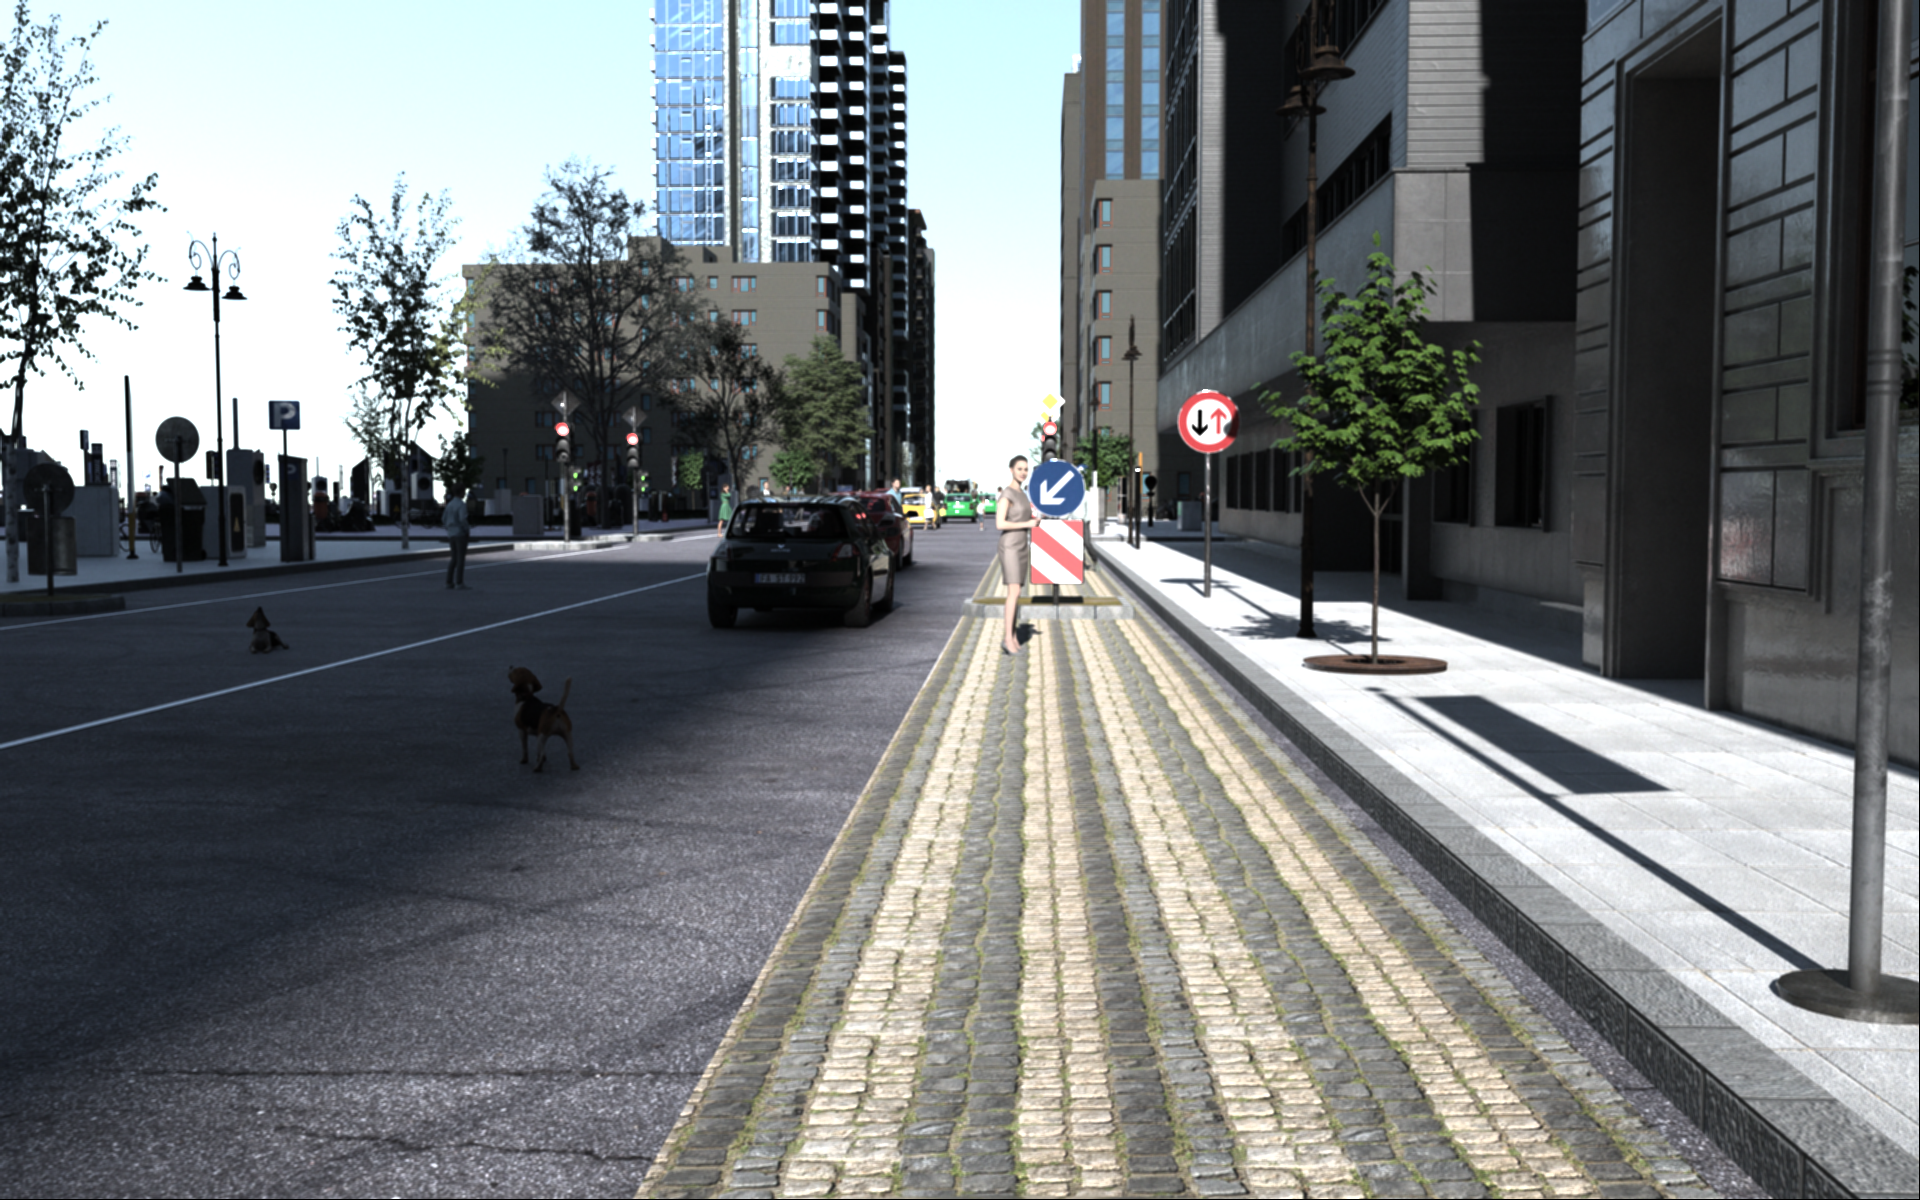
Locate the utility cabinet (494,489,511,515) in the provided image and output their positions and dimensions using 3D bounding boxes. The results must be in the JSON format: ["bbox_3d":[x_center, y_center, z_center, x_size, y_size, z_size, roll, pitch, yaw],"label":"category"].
[{"bbox_3d":[-20.456,-4.207,77.470,0.318,1.500,1.173,1,4,8],"label":"utility cabinet"}]

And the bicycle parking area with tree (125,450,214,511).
[{"bbox_3d":[-50.605,-7.847,115.304,9.016,4.147,8.231,-2,4,-30],"label":"bicycle parking area with tree"}]

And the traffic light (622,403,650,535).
[{"bbox_3d":[-10.051,-3.960,53.664,0.839,4.253,0.868,0,4,2],"label":"traffic light"}]

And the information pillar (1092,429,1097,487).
[{"bbox_3d":[4.849,-4.352,62.506,0.183,3.616,0.504,0,4,-8],"label":"information pillar"}]

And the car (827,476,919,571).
[{"bbox_3d":[-1.912,-1.512,33.755,2.155,1.783,4.494,0,4,2],"label":"car"}]

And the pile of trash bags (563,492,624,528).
[{"bbox_3d":[-14.133,-3.532,67.504,1.912,1.369,3.447,0,4,-5],"label":"pile of trash bags"}]

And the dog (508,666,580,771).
[{"bbox_3d":[-2.203,0.623,9.098,0.540,0.507,0.406,1,4,13],"label":"dog"}]

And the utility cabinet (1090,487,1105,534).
[{"bbox_3d":[4.368,-2.831,54.963,0.318,1.500,1.173,1,4,14],"label":"utility cabinet"}]

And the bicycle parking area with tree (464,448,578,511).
[{"bbox_3d":[-26.299,-7.399,107.978,8.231,4.147,9.016,2,4,35],"label":"bicycle parking area with tree"}]

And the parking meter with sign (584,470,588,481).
[{"bbox_3d":[-25.961,-7.800,123.789,1.738,3.016,0.543,-3,5,-43],"label":"parking meter with sign"}]

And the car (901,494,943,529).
[{"bbox_3d":[-1.725,-3.829,72.822,2.015,1.641,3.980,0,4,2],"label":"car"}]

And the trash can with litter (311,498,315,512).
[{"bbox_3d":[-41.995,-6.210,112.916,0.624,1.170,1.055,-2,4,-23],"label":"trash can with litter"}]

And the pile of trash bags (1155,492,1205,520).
[{"bbox_3d":[11.259,-4.641,85.637,1.912,1.369,3.447,3,5,43],"label":"pile of trash bags"}]

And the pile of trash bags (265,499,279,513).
[{"bbox_3d":[-33.626,-4.421,82.042,1.912,1.369,3.447,1,4,11],"label":"pile of trash bags"}]

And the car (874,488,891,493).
[{"bbox_3d":[-4.892,-6.476,114.560,2.281,1.827,5.304,0,4,4],"label":"car"}]

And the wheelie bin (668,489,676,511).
[{"bbox_3d":[-18.511,-6.298,110.878,0.693,1.594,0.980,-1,4,-11],"label":"wheelie bin"}]

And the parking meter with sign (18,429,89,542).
[{"bbox_3d":[-24.490,-3.088,46.750,1.738,3.016,0.543,-1,4,-11],"label":"parking meter with sign"}]

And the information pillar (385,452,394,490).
[{"bbox_3d":[-29.992,-6.102,91.116,0.504,3.616,0.183,1,4,8],"label":"information pillar"}]

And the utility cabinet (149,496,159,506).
[{"bbox_3d":[-32.565,-3.635,70.597,1.020,1.237,0.306,2,4,30],"label":"utility cabinet"}]

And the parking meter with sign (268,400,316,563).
[{"bbox_3d":[-12.725,-2.255,33.130,0.543,3.016,1.738,-1,4,-10],"label":"parking meter with sign"}]

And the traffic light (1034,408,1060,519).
[{"bbox_3d":[2.650,-3.929,53.166,0.839,4.253,0.868,0,4,2],"label":"traffic light"}]

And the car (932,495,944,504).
[{"bbox_3d":[-2.437,-9.542,168.586,1.945,1.354,3.894,0,4,3],"label":"car"}]

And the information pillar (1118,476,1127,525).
[{"bbox_3d":[6.781,-4.147,72.292,0.304,2.012,0.304,-1,4,-21],"label":"information pillar"}]

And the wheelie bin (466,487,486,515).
[{"bbox_3d":[-22.235,-4.377,79.480,0.693,1.594,0.980,2,4,30],"label":"wheelie bin"}]

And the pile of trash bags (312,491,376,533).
[{"bbox_3d":[-21.111,-2.989,58.620,1.912,1.369,3.447,0,4,-2],"label":"pile of trash bags"}]

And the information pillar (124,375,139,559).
[{"bbox_3d":[-16.453,-2.630,34.351,0.183,3.616,0.504,-1,4,-19],"label":"information pillar"}]

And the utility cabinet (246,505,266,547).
[{"bbox_3d":[-17.229,-2.037,41.984,0.318,1.500,1.173,-3,5,-43],"label":"utility cabinet"}]

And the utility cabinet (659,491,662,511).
[{"bbox_3d":[-20.789,-6.928,121.947,0.318,1.500,1.173,-2,4,-34],"label":"utility cabinet"}]

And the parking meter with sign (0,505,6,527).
[{"bbox_3d":[-37.918,-4.353,67.427,0.543,3.016,1.738,1,4,9],"label":"parking meter with sign"}]

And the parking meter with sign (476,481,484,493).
[{"bbox_3d":[-28.456,-6.482,102.247,0.543,3.016,1.738,-3,5,-41],"label":"parking meter with sign"}]

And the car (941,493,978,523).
[{"bbox_3d":[-0.058,-4.796,87.219,1.959,1.807,4.718,0,4,0],"label":"car"}]

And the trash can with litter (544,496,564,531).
[{"bbox_3d":[-14.304,-3.044,60.830,1.678,1.210,2.233,-1,4,-16],"label":"trash can with litter"}]

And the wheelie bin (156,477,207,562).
[{"bbox_3d":[-14.869,-1.536,33.022,0.693,1.594,0.980,2,4,25],"label":"wheelie bin"}]

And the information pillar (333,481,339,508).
[{"bbox_3d":[-36.352,-5.898,100.924,0.304,2.012,0.304,-1,4,-12],"label":"information pillar"}]

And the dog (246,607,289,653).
[{"bbox_3d":[-6.332,0.260,15.948,0.550,0.427,0.748,2,4,29],"label":"dog"}]

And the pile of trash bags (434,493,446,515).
[{"bbox_3d":[-28.938,-5.345,97.135,1.912,1.369,3.447,-1,4,-8],"label":"pile of trash bags"}]

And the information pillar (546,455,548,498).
[{"bbox_3d":[-24.648,-6.851,103.375,0.183,3.616,0.504,-1,4,-10],"label":"information pillar"}]

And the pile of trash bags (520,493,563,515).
[{"bbox_3d":[-24.148,-5.586,101.080,3.447,1.369,1.912,1,4,15],"label":"pile of trash bags"}]

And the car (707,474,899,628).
[{"bbox_3d":[-1.750,-0.622,19.953,2.009,1.686,4.222,0,4,3],"label":"car"}]

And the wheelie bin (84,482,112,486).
[{"bbox_3d":[-22.972,-2.338,46.136,0.980,1.594,0.693,-2,4,-27],"label":"wheelie bin"}]

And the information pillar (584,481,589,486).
[{"bbox_3d":[-20.764,-5.631,96.562,0.304,2.012,0.304,1,4,15],"label":"information pillar"}]

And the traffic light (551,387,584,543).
[{"bbox_3d":[-10.375,-3.472,45.685,0.839,4.253,0.868,0,4,2],"label":"traffic light"}]

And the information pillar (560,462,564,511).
[{"bbox_3d":[-21.043,-6.162,92.099,0.504,3.616,0.183,2,4,35],"label":"information pillar"}]

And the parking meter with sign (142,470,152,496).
[{"bbox_3d":[-59.426,-7.985,126.810,0.543,3.016,1.738,-1,4,-18],"label":"parking meter with sign"}]

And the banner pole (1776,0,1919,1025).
[{"bbox_3d":[2.511,-0.874,4.311,0.863,3.779,0.401,-1,4,-12],"label":"banner pole"}]

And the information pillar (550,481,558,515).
[{"bbox_3d":[-22.265,-5.541,95.082,0.304,2.012,0.304,1,4,23],"label":"information pillar"}]

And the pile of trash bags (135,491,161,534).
[{"bbox_3d":[-26.248,-2.887,56.952,3.447,1.369,1.912,3,4,36],"label":"pile of trash bags"}]

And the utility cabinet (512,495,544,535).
[{"bbox_3d":[-13.567,-2.646,54.425,1.020,1.237,0.306,2,4,24],"label":"utility cabinet"}]

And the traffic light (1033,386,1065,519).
[{"bbox_3d":[2.327,-3.441,45.188,0.839,4.253,0.868,0,4,2],"label":"traffic light"}]

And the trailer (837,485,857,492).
[{"bbox_3d":[-7.293,-6.356,110.975,1.471,1.999,3.904,0,4,2],"label":"trailer"}]

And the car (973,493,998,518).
[{"bbox_3d":[1.702,-5.864,104.673,1.959,1.807,4.718,0,4,1],"label":"car"}]
